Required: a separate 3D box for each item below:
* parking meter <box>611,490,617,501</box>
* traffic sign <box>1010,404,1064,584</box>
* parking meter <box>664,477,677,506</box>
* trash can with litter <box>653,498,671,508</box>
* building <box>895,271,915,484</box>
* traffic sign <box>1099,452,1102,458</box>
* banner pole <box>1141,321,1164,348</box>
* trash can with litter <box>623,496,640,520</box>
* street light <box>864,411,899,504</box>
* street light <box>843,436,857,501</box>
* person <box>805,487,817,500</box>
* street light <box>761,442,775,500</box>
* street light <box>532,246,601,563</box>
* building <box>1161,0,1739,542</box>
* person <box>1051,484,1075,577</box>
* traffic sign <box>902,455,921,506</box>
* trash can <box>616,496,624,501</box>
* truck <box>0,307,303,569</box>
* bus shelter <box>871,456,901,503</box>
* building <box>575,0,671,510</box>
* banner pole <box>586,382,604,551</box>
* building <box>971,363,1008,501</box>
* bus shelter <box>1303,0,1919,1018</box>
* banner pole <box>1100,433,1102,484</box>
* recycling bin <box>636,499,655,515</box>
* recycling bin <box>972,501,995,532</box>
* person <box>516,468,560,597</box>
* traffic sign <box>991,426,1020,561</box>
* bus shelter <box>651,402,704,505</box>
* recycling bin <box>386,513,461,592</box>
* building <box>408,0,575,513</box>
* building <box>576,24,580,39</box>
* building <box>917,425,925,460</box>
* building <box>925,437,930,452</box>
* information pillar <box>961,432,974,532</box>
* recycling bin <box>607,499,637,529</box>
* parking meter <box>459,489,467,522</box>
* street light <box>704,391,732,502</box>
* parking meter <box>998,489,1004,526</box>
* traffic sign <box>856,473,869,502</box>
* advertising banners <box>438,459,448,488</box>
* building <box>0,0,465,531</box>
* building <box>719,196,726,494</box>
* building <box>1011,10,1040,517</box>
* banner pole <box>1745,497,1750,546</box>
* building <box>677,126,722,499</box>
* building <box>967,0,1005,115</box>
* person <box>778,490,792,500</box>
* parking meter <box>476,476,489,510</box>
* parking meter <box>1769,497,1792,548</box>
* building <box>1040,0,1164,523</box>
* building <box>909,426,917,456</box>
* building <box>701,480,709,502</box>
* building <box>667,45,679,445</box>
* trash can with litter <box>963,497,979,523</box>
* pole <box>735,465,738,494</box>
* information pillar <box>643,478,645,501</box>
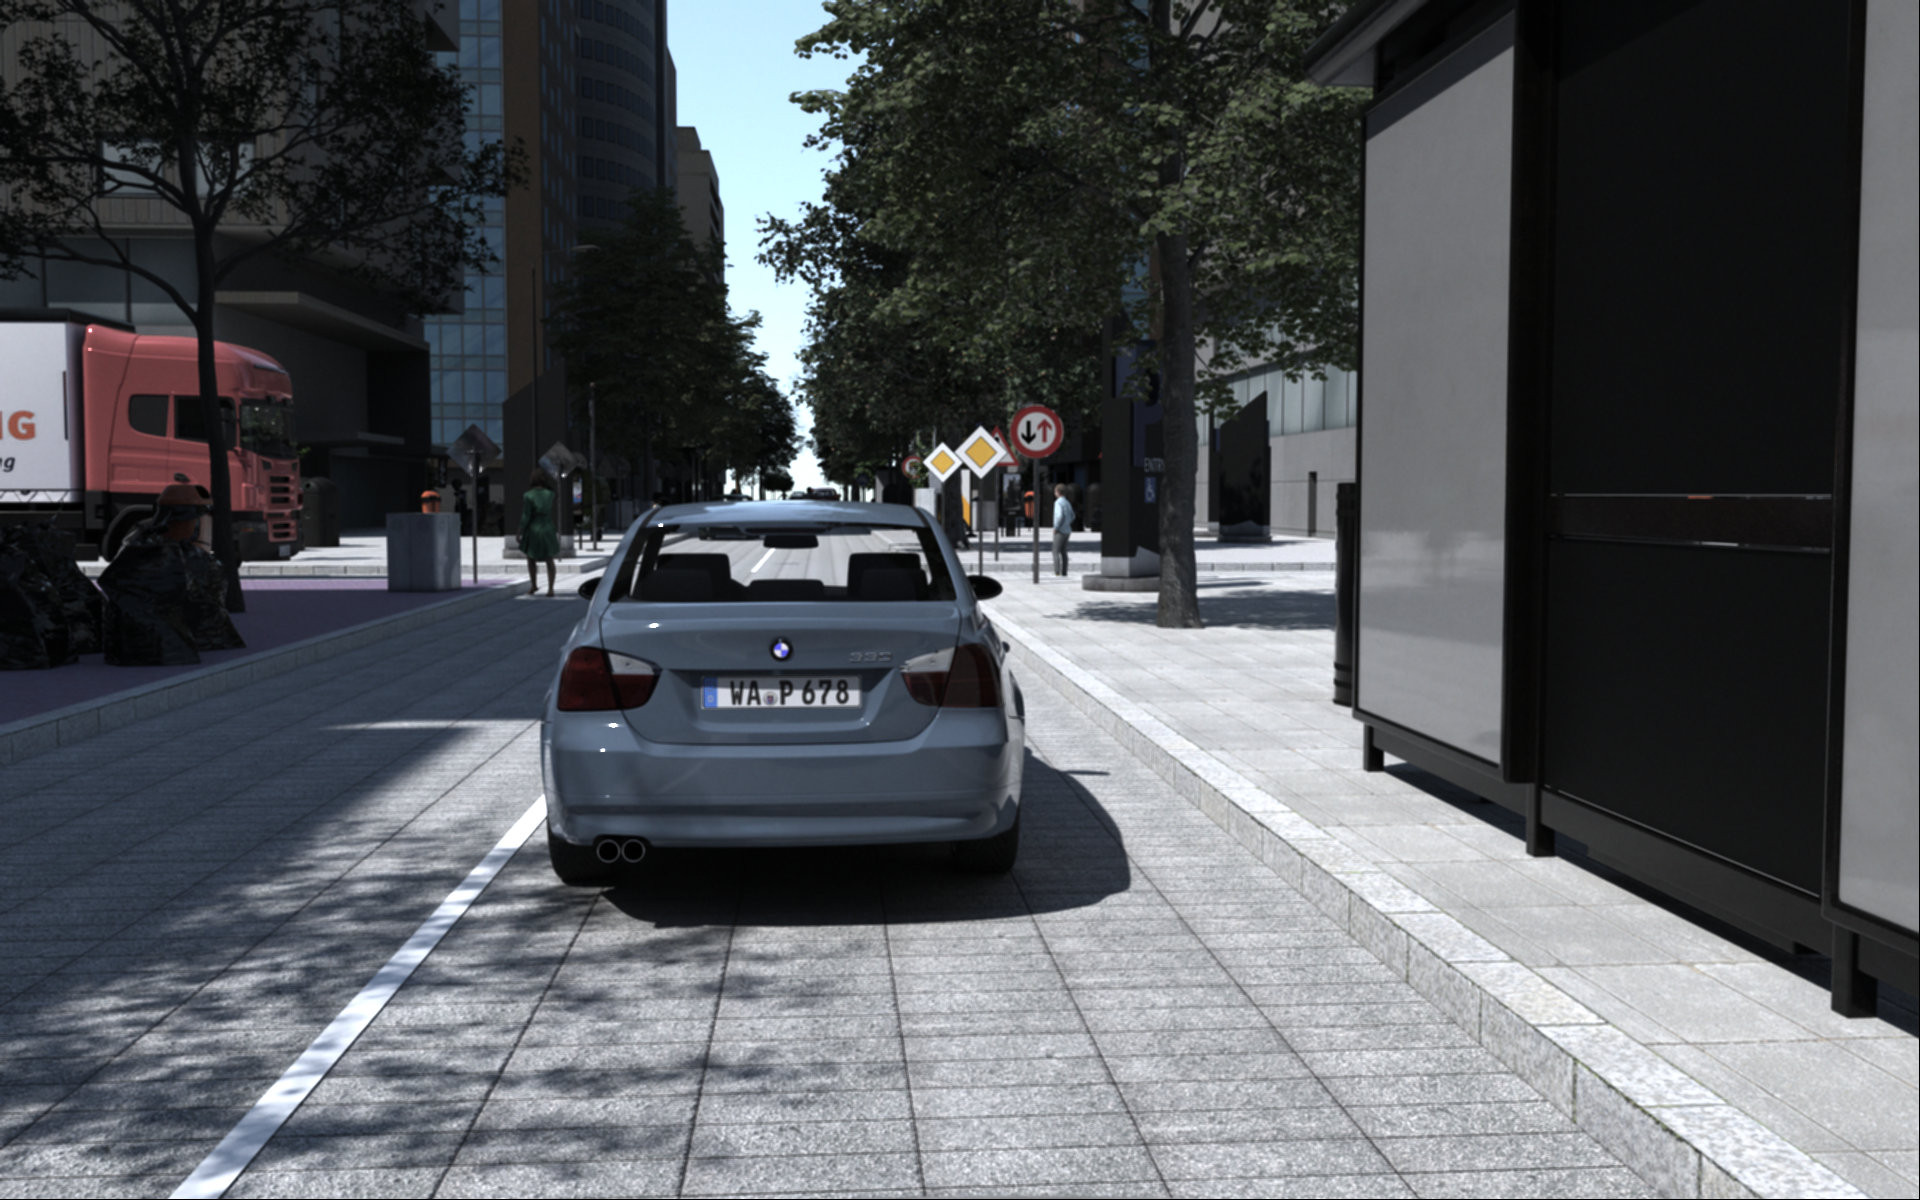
[{"bbox_3d":[-20.179,-5.657,100.909,0.372,1.533,0.369,0,3,0],"label":"parking meter"},{"bbox_3d":[1.090,-1.506,24.724,0.768,2.556,0.104,0,4,3],"label":"traffic sign"},{"bbox_3d":[-9.845,-3.259,58.997,0.255,1.863,0.399,3,5,41],"label":"parking meter"},{"bbox_3d":[-9.554,-2.666,54.971,0.624,1.170,1.055,-2,4,-24],"label":"trash can with litter"},{"bbox_3d":[1.365,-38.760,257.422,21.300,48.544,21.600,0,4,-5],"label":"building"},{"bbox_3d":[2.483,-1.565,25.598,0.884,2.594,0.081,0,4,-1],"label":"traffic sign"},{"bbox_3d":[2.723,-2.124,24.741,0.863,3.779,0.401,0,4,-4],"label":"banner pole"},{"bbox_3d":[-16.043,-4.500,84.963,1.055,1.170,0.624,2,4,33],"label":"trash can with litter"},{"bbox_3d":[-2.794,-5.491,62.314,1.470,5.913,1.316,0,4,-5],"label":"street light"},{"bbox_3d":[-6.497,-8.281,107.928,1.470,5.913,1.316,0,4,-5],"label":"street light"},{"bbox_3d":[-7.155,-4.589,83.895,0.716,1.782,0.532,2,4,28],"label":"person"},{"bbox_3d":[-17.145,-11.131,154.529,1.470,5.913,1.316,0,4,-5],"label":"street light"},{"bbox_3d":[-7.416,-3.666,32.483,1.470,5.913,1.316,0,4,-5],"label":"street light"},{"bbox_3d":[22.062,-28.577,56.474,27.495,52.752,28.713,0,4,-5],"label":"building"},{"bbox_3d":[1.690,-1.138,28.925,0.330,1.601,0.589,3,5,40],"label":"person"},{"bbox_3d":[-1.539,-3.497,57.284,0.768,2.556,0.104,0,4,-4],"label":"traffic sign"},{"bbox_3d":[-20.329,-5.654,104.095,0.748,1.137,0.748,0,3,0],"label":"trash can"},{"bbox_3d":[-15.689,-2.340,27.167,11.283,4.237,2.839,0,4,-3],"label":"truck"},{"bbox_3d":[-3.799,-6.141,94.333,2.014,3.302,5.546,0,4,-4],"label":"bus shelter"},{"bbox_3d":[-35.981,-36.801,143.692,21.231,58.520,28.212,0,4,-5],"label":"building"},{"bbox_3d":[-8.211,-2.977,38.694,0.401,3.779,0.863,0,4,-4],"label":"banner pole"},{"bbox_3d":[12.023,-49.663,124.662,22.319,86.520,31.000,0,4,-5],"label":"building"},{"bbox_3d":[2.778,-1.766,6.509,2.179,5.291,8.768,0,4,-4],"label":"bus shelter"},{"bbox_3d":[5.902,-4.994,71.676,0.401,3.779,0.863,1,4,22],"label":"banner pole"},{"bbox_3d":[-10.895,-2.994,61.513,0.722,1.027,0.722,-3,5,-43],"label":"recycling bin"},{"bbox_3d":[0.789,-2.873,59.520,0.722,1.027,0.722,2,4,30],"label":"recycling bin"},{"bbox_3d":[-5.877,-0.946,24.217,0.600,1.795,0.529,-3,5,-45],"label":"person"},{"bbox_3d":[0.699,-2.019,33.012,0.884,2.594,0.081,0,4,3],"label":"traffic sign"},{"bbox_3d":[-12.822,-6.131,77.882,2.179,5.291,8.768,0,4,-5],"label":"bus shelter"},{"bbox_3d":[-7.105,-0.637,22.969,0.722,1.027,0.722,1,4,11],"label":"recycling bin"},{"bbox_3d":[-29.636,-27.388,97.901,14.600,45.320,14.200,0,4,-5],"label":"building"},{"bbox_3d":[-39.596,-26.004,117.053,32.217,40.220,23.993,0,4,-5],"label":"building"},{"bbox_3d":[1.700,-32.134,208.981,14.154,41.232,14.086,0,4,-5],"label":"building"},{"bbox_3d":[4.361,-29.727,169.636,14.154,41.232,14.086,0,4,-5],"label":"building"},{"bbox_3d":[0.229,-4.110,58.555,0.183,3.616,0.504,-3,4,-39],"label":"information pillar"},{"bbox_3d":[-12.504,-3.132,63.754,0.722,1.027,0.722,-3,5,-41],"label":"recycling bin"},{"bbox_3d":[-22.934,-4.374,79.918,0.372,1.533,0.369,0,3,0],"label":"parking meter"},{"bbox_3d":[-10.962,-6.463,78.208,1.470,5.913,1.316,0,4,-5],"label":"street light"},{"bbox_3d":[1.589,-3.721,69.250,0.372,1.533,0.369,0,3,0],"label":"parking meter"},{"bbox_3d":[-6.018,-6.530,106.866,0.768,2.556,0.104,0,4,2],"label":"traffic sign"},{"bbox_3d":[-24.509,-5.117,79.855,2.074,3.025,0.090,1,4,13],"label":"advertising banners"},{"bbox_3d":[-32.861,-28.695,58.405,28.713,52.752,27.495,0,4,-5],"label":"building"},{"bbox_3d":[-41.155,-36.653,249.394,14.600,45.320,14.200,0,4,-5],"label":"building"},{"bbox_3d":[9.629,-25.582,101.858,14.154,41.232,14.086,0,4,-5],"label":"building"},{"bbox_3d":[15.960,-2.764,35.208,0.401,3.779,0.863,0,4,5],"label":"banner pole"},{"bbox_3d":[-43.341,-37.156,231.199,21.300,48.544,21.600,0,4,-5],"label":"building"},{"bbox_3d":[9.551,-32.309,151.959,21.300,48.544,21.600,0,4,-5],"label":"building"},{"bbox_3d":[-13.687,-7.697,135.126,1.217,1.735,0.721,1,4,15],"label":"person"},{"bbox_3d":[-15.355,-3.057,55.689,0.399,1.863,0.255,0,4,5],"label":"parking meter"},{"bbox_3d":[18.511,-2.041,39.076,0.399,1.863,0.255,3,5,43],"label":"parking meter"},{"bbox_3d":[11.465,-26.275,79.708,14.600,45.320,14.200,0,4,-5],"label":"building"},{"bbox_3d":[4.362,-37.409,231.252,23.786,49.044,30.456,0,4,-5],"label":"building"},{"bbox_3d":[-46.988,-31.584,208.284,32.217,40.220,23.993,0,4,-5],"label":"building"},{"bbox_3d":[-34.516,-31.545,165.870,14.600,45.320,14.200,0,4,-5],"label":"building"},{"bbox_3d":[0.474,-4.032,77.314,1.055,1.170,0.624,-2,4,-33],"label":"trash can with litter"},{"bbox_3d":[-12.853,-6.481,99.812,0.158,3.312,0.155,0,3,0],"label":"pole"},{"bbox_3d":[-14.126,-4.504,78.140,0.304,2.012,0.304,0,4,1],"label":"information pillar"}]
